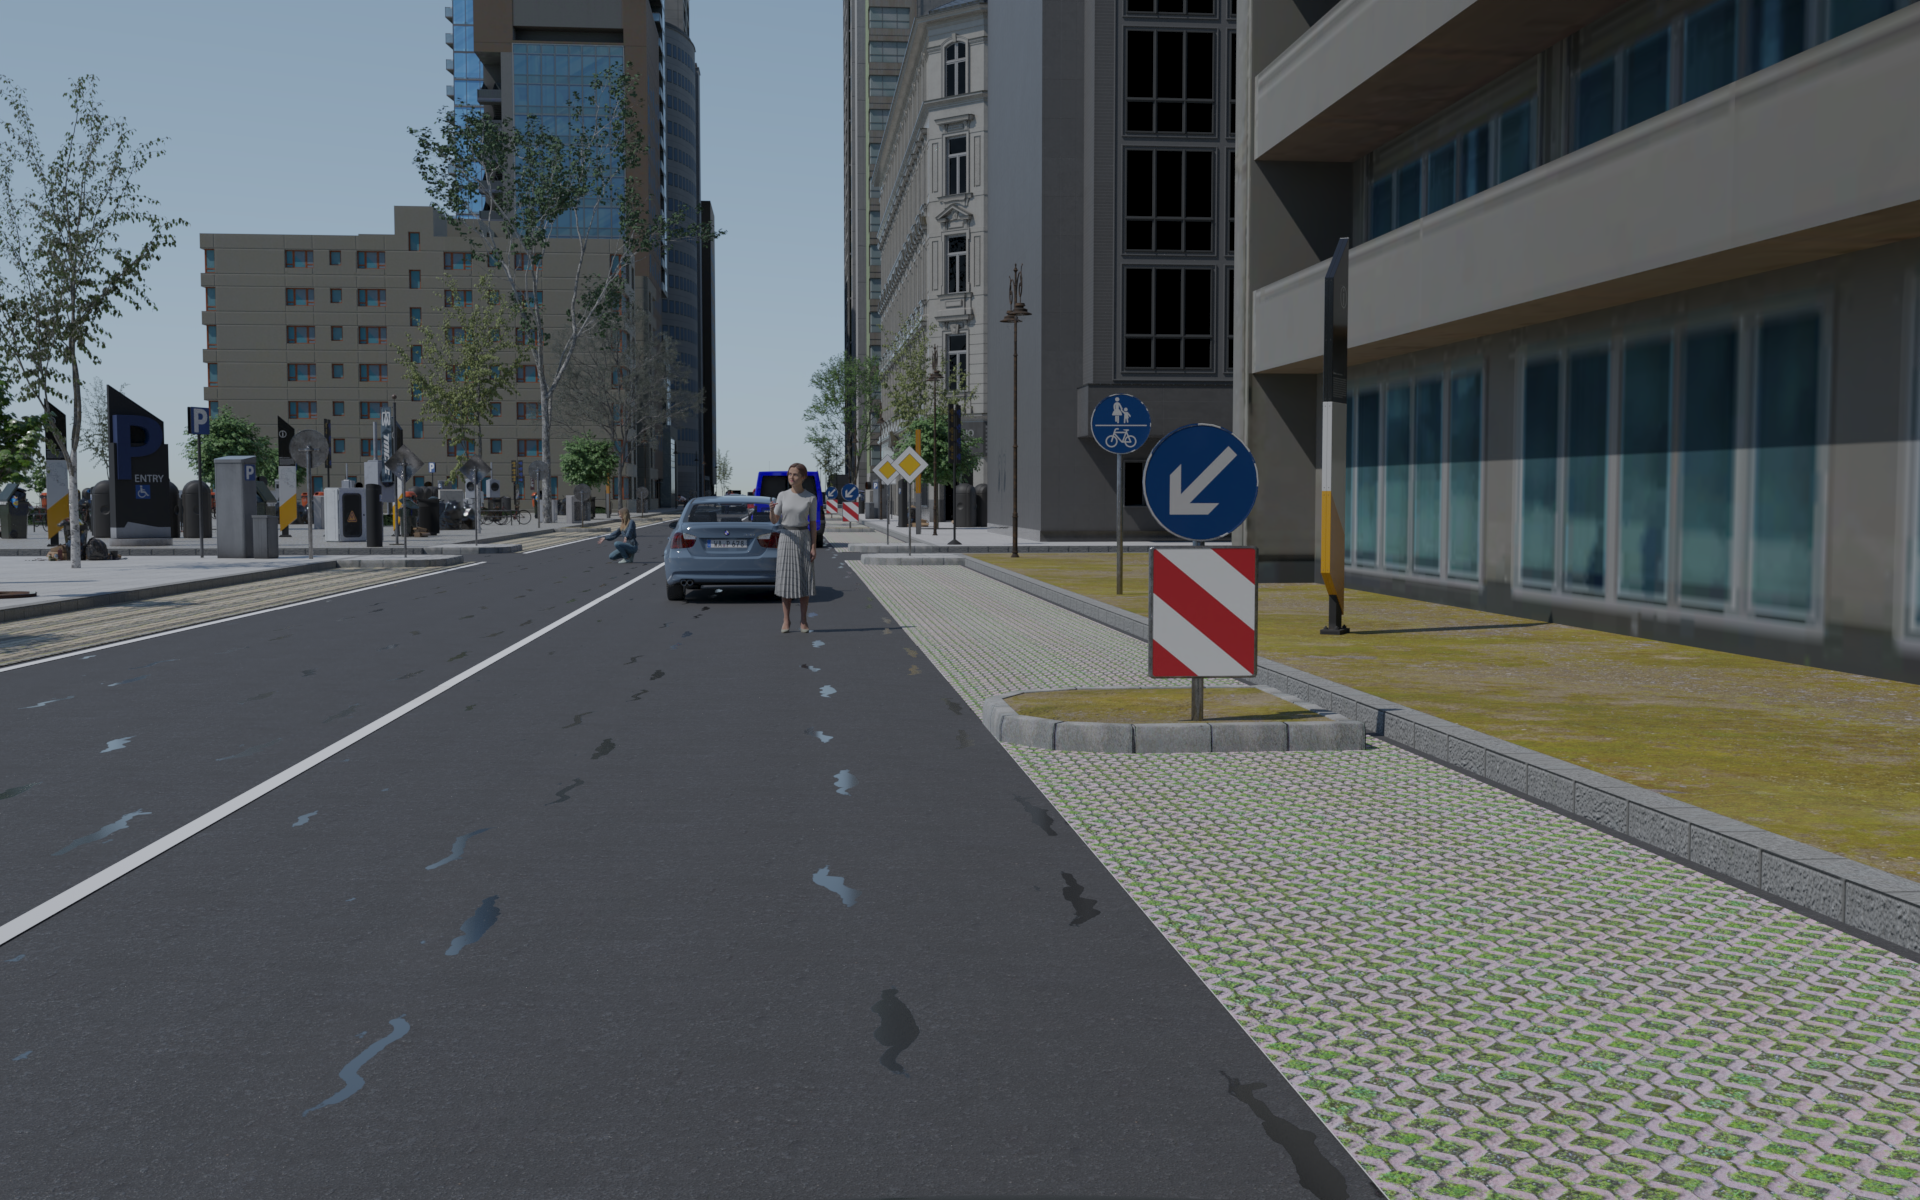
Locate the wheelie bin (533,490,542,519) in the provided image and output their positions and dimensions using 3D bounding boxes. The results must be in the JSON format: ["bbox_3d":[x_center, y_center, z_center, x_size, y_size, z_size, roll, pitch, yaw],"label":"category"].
[{"bbox_3d":[-21.975,-5.059,90.629,0.693,1.594,0.980,-1,4,-14],"label":"wheelie bin"}]

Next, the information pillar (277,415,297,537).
[{"bbox_3d":[-19.990,-3.675,51.440,0.504,3.616,0.183,-1,4,-12],"label":"information pillar"}]

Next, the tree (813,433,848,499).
[{"bbox_3d":[-15.371,-15.511,203.973,4.737,8.622,4.395,0,3,0],"label":"tree"}]

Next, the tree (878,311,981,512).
[{"bbox_3d":[-1.524,-7.289,69.531,4.737,8.622,4.395,0,3,0],"label":"tree"}]

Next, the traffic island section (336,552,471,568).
[{"bbox_3d":[-11.213,-0.776,34.970,2.009,0.180,2.903,0,4,-6],"label":"traffic island section"}]

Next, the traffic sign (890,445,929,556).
[{"bbox_3d":[-1.044,-1.972,35.892,0.795,2.450,0.064,0,4,-6],"label":"traffic sign"}]

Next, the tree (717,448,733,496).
[{"bbox_3d":[-37.655,-19.803,274.140,4.737,8.622,4.395,0,3,0],"label":"tree"}]

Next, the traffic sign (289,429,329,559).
[{"bbox_3d":[-12.810,-2.079,34.105,0.768,2.556,0.104,0,4,-3],"label":"traffic sign"}]

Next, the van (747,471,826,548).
[{"bbox_3d":[-4.780,-2.667,47.989,2.240,2.365,5.245,0,4,-6],"label":"van"}]

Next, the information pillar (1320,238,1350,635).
[{"bbox_3d":[3.411,-1.492,15.751,0.183,3.616,0.504,2,4,28],"label":"information pillar"}]

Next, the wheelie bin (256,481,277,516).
[{"bbox_3d":[-17.496,-2.158,43.190,0.693,1.594,0.980,0,4,2],"label":"wheelie bin"}]

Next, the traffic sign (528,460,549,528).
[{"bbox_3d":[-15.911,-3.992,65.379,0.768,2.556,0.104,0,4,1],"label":"traffic sign"}]

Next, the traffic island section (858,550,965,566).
[{"bbox_3d":[-1.021,-0.837,35.971,2.009,0.180,2.903,0,4,-6],"label":"traffic island section"}]

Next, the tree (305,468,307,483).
[{"bbox_3d":[-39.784,-7.219,101.752,4.285,4.588,4.351,0,3,0],"label":"tree"}]

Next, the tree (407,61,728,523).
[{"bbox_3d":[-16.818,-13.404,75.045,12.611,20.169,13.585,0,3,0],"label":"tree"}]

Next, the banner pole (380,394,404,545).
[{"bbox_3d":[-14.374,-3.284,43.719,0.863,3.779,0.401,3,5,40],"label":"banner pole"}]

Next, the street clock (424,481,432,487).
[{"bbox_3d":[-30.351,-5.774,98.975,0.471,2.002,0.358,0,4,-6],"label":"street clock"}]

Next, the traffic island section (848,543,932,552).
[{"bbox_3d":[-1.809,-1.323,43.918,2.009,0.180,2.903,0,4,-6],"label":"traffic island section"}]

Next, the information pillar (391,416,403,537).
[{"bbox_3d":[-16.949,-3.722,52.204,0.504,3.616,0.183,3,4,38],"label":"information pillar"}]

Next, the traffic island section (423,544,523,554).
[{"bbox_3d":[-12.001,-1.262,42.916,2.009,0.180,2.903,0,4,-6],"label":"traffic island section"}]

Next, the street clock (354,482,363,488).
[{"bbox_3d":[-36.424,-6.139,104.945,0.471,2.002,0.358,-3,4,-38],"label":"street clock"}]

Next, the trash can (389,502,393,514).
[{"bbox_3d":[-29.030,-4.730,88.984,0.748,1.137,0.748,0,3,0],"label":"trash can"}]

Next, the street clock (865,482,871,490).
[{"bbox_3d":[-5.356,-5.903,101.090,0.358,2.002,0.471,-2,4,-24],"label":"street clock"}]

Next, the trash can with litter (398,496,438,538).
[{"bbox_3d":[-16.185,-2.453,51.488,1.055,1.170,0.624,2,4,29],"label":"trash can with litter"}]

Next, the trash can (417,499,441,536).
[{"bbox_3d":[-16.392,-2.559,53.489,0.748,1.137,0.748,0,3,0],"label":"trash can"}]

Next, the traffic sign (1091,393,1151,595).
[{"bbox_3d":[2.038,-1.341,22.031,0.768,2.556,0.104,0,4,-1],"label":"traffic sign"}]

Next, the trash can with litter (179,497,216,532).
[{"bbox_3d":[-26.149,-2.886,58.245,2.233,1.210,1.678,1,4,17],"label":"trash can with litter"}]

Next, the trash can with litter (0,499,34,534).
[{"bbox_3d":[-29.891,-2.653,54.766,0.624,1.170,1.055,1,4,12],"label":"trash can with litter"}]

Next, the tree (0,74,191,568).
[{"bbox_3d":[-15.539,-4.850,29.663,4.360,8.622,3.978,0,3,0],"label":"tree"}]

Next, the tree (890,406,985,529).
[{"bbox_3d":[-0.892,-4.871,63.352,4.285,4.588,4.351,0,3,0],"label":"tree"}]

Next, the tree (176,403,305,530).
[{"bbox_3d":[-26.447,-4.809,62.343,4.285,4.588,4.351,0,3,0],"label":"tree"}]

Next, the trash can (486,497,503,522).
[{"bbox_3d":[-21.612,-4.207,80.433,0.748,1.137,0.748,0,3,0],"label":"trash can"}]

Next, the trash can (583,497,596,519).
[{"bbox_3d":[-19.245,-4.787,89.924,0.748,1.137,0.748,0,3,0],"label":"trash can"}]

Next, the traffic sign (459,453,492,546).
[{"bbox_3d":[-11.978,-2.398,42.857,0.795,2.450,0.064,0,4,-6],"label":"traffic sign"}]

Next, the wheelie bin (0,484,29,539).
[{"bbox_3d":[-27.209,-2.561,49.787,0.980,1.594,0.693,2,4,35],"label":"wheelie bin"}]

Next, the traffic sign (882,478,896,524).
[{"bbox_3d":[-3.003,-4.358,73.387,0.606,2.300,0.079,0,4,-1],"label":"traffic sign"}]

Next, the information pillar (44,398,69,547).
[{"bbox_3d":[-22.036,-3.112,42.230,0.504,3.616,0.183,-2,4,-26],"label":"information pillar"}]

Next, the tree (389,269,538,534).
[{"bbox_3d":[-15.898,-6.464,56.047,4.737,8.622,4.395,0,3,0],"label":"tree"}]

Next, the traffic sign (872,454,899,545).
[{"bbox_3d":[-1.832,-2.458,43.838,0.795,2.450,0.064,0,4,-6],"label":"traffic sign"}]

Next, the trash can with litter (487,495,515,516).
[{"bbox_3d":[-25.360,-5.158,95.390,2.233,1.210,1.678,0,4,-1],"label":"trash can with litter"}]

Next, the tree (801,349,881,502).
[{"bbox_3d":[-7.498,-12.086,123.361,9.928,11.665,9.643,0,3,0],"label":"tree"}]

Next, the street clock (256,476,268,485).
[{"bbox_3d":[-27.507,-3.893,68.215,0.471,2.002,0.358,-2,4,-25],"label":"street clock"}]

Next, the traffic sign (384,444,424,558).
[{"bbox_3d":[-11.191,-1.912,34.910,0.795,2.450,0.064,0,4,-6],"label":"traffic sign"}]
